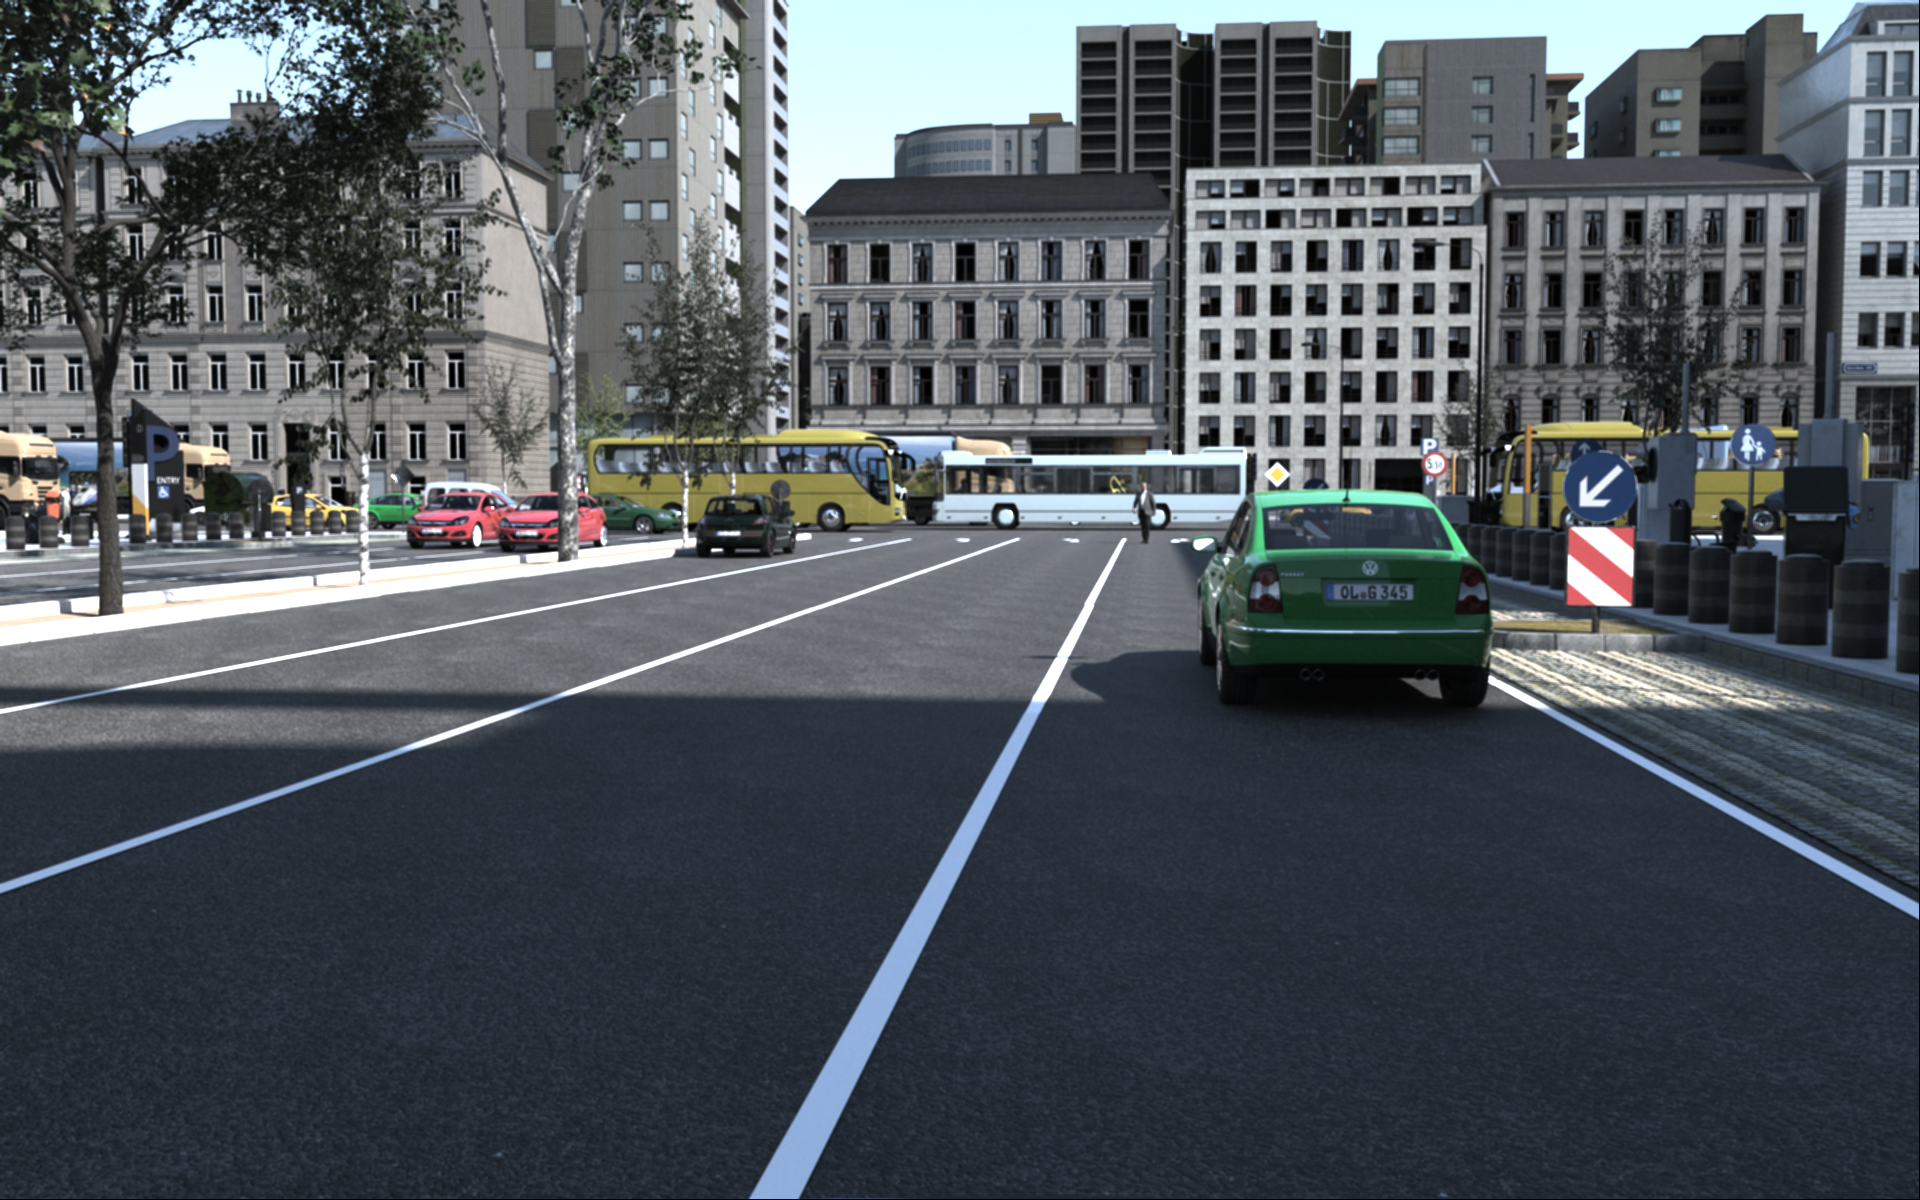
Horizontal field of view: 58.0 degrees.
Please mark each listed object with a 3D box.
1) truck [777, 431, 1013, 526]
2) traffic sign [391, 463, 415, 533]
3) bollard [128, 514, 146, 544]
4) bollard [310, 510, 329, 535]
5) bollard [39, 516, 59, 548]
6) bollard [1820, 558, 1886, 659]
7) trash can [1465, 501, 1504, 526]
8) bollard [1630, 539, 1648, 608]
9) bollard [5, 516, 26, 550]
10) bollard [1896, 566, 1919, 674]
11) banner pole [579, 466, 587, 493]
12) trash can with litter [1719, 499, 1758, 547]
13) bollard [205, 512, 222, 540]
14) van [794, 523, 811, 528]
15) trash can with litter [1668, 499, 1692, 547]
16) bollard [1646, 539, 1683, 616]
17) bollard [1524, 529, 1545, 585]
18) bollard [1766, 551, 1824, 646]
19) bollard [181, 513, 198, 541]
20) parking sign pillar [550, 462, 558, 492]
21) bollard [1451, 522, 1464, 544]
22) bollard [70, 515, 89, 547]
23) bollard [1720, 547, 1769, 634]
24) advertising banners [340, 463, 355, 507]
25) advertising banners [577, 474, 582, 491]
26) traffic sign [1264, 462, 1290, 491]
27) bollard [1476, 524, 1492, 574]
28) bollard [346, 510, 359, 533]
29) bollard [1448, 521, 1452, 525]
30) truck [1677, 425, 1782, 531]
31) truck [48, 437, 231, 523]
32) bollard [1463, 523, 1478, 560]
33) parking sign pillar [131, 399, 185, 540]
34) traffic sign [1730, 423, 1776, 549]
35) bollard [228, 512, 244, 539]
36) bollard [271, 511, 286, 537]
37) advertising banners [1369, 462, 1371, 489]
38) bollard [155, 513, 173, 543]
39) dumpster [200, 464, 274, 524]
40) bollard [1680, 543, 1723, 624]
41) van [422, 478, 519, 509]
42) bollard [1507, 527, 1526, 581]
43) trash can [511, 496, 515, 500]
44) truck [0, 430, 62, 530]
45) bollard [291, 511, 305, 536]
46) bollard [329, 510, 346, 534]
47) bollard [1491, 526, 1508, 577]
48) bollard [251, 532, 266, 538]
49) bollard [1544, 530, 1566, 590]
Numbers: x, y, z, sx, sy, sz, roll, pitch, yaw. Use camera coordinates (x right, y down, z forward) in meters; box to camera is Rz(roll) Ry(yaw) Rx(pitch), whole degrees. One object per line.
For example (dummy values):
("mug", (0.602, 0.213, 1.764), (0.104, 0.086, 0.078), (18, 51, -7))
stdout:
("truck", (-2.499, -5.479, 78.497), (11.283, 4.237, 2.839), (0, 4, 4))
("traffic sign", (-18.251, -3.248, 56.750), (0.795, 2.450, 0.064), (0, 4, 6))
("bollard", (-21.195, -1.829, 44.627), (0.404, 0.777, 0.398), (0, 3, 0))
("bollard", (-20.146, -2.418, 54.256), (0.404, 0.777, 0.398), (0, 3, 0))
("bollard", (-21.585, -1.608, 41.015), (0.404, 0.777, 0.398), (0, 3, 0))
("bollard", (7.089, 0.067, 13.627), (0.404, 0.777, 0.398), (0, 3, 0))
("trash can", (10.662, -1.442, 35.233), (0.748, 1.137, 0.748), (0, 3, 0))
("bollard", (7.745, -0.303, 19.664), (0.404, 0.777, 0.398), (0, 3, 0))
("bollard", (-21.721, -1.535, 39.818), (0.404, 0.777, 0.398), (0, 3, 0))
("bollard", (6.955, 0.140, 12.433), (0.404, 0.777, 0.398), (0, 3, 0))
("banner pole", (-33.173, -9.927, 152.329), (0.863, 3.779, 0.401), (-1, 4, -19))
("trash can with litter", (19.259, -1.916, 42.719), (0.624, 1.170, 1.055), (-1, 4, -17))
("bollard", (-20.801, -2.051, 48.255), (0.404, 0.777, 0.398), (0, 3, 0))
("van", (-8.417, -4.240, 73.703), (5.245, 2.365, 2.240), (0, 4, 6))
("trash can with litter", (10.057, -0.805, 24.225), (1.678, 1.210, 2.233), (0, 4, 5))
("bollard", (7.612, -0.229, 18.462), (0.404, 0.777, 0.398), (0, 3, 0))
("bollard", (8.265, -0.596, 24.463), (0.404, 0.777, 0.398), (0, 3, 0))
("bollard", (7.219, -0.007, 14.835), (0.404, 0.777, 0.398), (0, 3, 0))
("bollard", (-20.931, -1.978, 47.050), (0.404, 0.777, 0.398), (0, 3, 0))
("parking sign pillar", (-33.363, -9.364, 141.578), (1.447, 3.967, 1.447), (3, 4, 37))
("bollard", (8.920, -0.963, 30.467), (0.404, 0.777, 0.398), (0, 3, 0))
("bollard", (-21.456, -1.682, 42.219), (0.404, 0.777, 0.398), (0, 3, 0))
("bollard", (7.350, -0.082, 16.051), (0.404, 0.777, 0.398), (0, 3, 0))
("advertising banners", (-34.084, -6.128, 96.379), (0.090, 3.025, 2.074), (-3, 5, -40))
("advertising banners", (-32.318, -9.436, 150.461), (2.074, 3.025, 0.090), (-1, 4, -23))
("traffic sign", (9.826, -3.061, 53.688), (0.795, 2.450, 0.064), (0, 4, 6))
("bollard", (8.657, -0.817, 28.068), (0.404, 0.777, 0.398), (0, 3, 0))
("bollard", (-19.887, -2.565, 56.656), (0.404, 0.777, 0.398), (0, 3, 0))
("bollard", (9.050, -1.036, 31.662), (0.404, 0.777, 0.398), (0, 3, 0))
("truck", (35.465, -4.744, 67.318), (18.799, 4.110, 2.967), (0, 4, 7))
("truck", (-41.680, -6.001, 87.026), (11.283, 4.237, 2.839), (0, 4, 8))
("bollard", (8.787, -0.890, 29.267), (0.404, 0.777, 0.398), (0, 3, 0))
("parking sign pillar", (-22.877, -3.729, 49.444), (1.447, 3.967, 1.447), (2, 4, 34))
("traffic sign", (14.287, -1.906, 31.275), (0.768, 2.556, 0.104), (1, 4, 15))
("bollard", (-20.671, -2.125, 49.467), (0.404, 0.777, 0.398), (0, 3, 0))
("bollard", (-20.408, -2.272, 51.861), (0.404, 0.777, 0.398), (0, 3, 0))
("advertising banners", (22.427, -6.051, 95.121), (0.090, 3.025, 2.074), (1, 4, 9))
("bollard", (-21.063, -1.903, 45.837), (0.404, 0.777, 0.398), (0, 3, 0))
("dumpster", (-23.062, -3.225, 55.219), (1.502, 2.255, 1.985), (0, 4, 6))
("bollard", (7.481, -0.156, 17.261), (0.404, 0.777, 0.398), (0, 3, 0))
("van", (-16.216, -3.187, 59.118), (4.112, 2.044, 2.013), (0, 4, 6))
("bollard", (8.395, -0.670, 25.668), (0.404, 0.777, 0.398), (0, 3, 0))
("trash can", (-26.868, -5.595, 103.124), (0.748, 1.137, 0.748), (0, 3, 0))
("truck", (-41.434, -4.934, 69.589), (11.283, 4.237, 2.839), (0, 4, 5))
("bollard", (-20.277, -2.345, 53.056), (0.404, 0.777, 0.398), (0, 3, 0))
("bollard", (-20.019, -2.492, 55.461), (0.404, 0.777, 0.398), (0, 3, 0))
("bollard", (8.526, -0.743, 26.872), (0.404, 0.777, 0.398), (0, 3, 0))
("bollard", (-20.540, -2.199, 50.667), (0.404, 0.777, 0.398), (0, 3, 0))
("bollard", (8.135, -0.523, 23.267), (0.404, 0.777, 0.398), (0, 3, 0))
